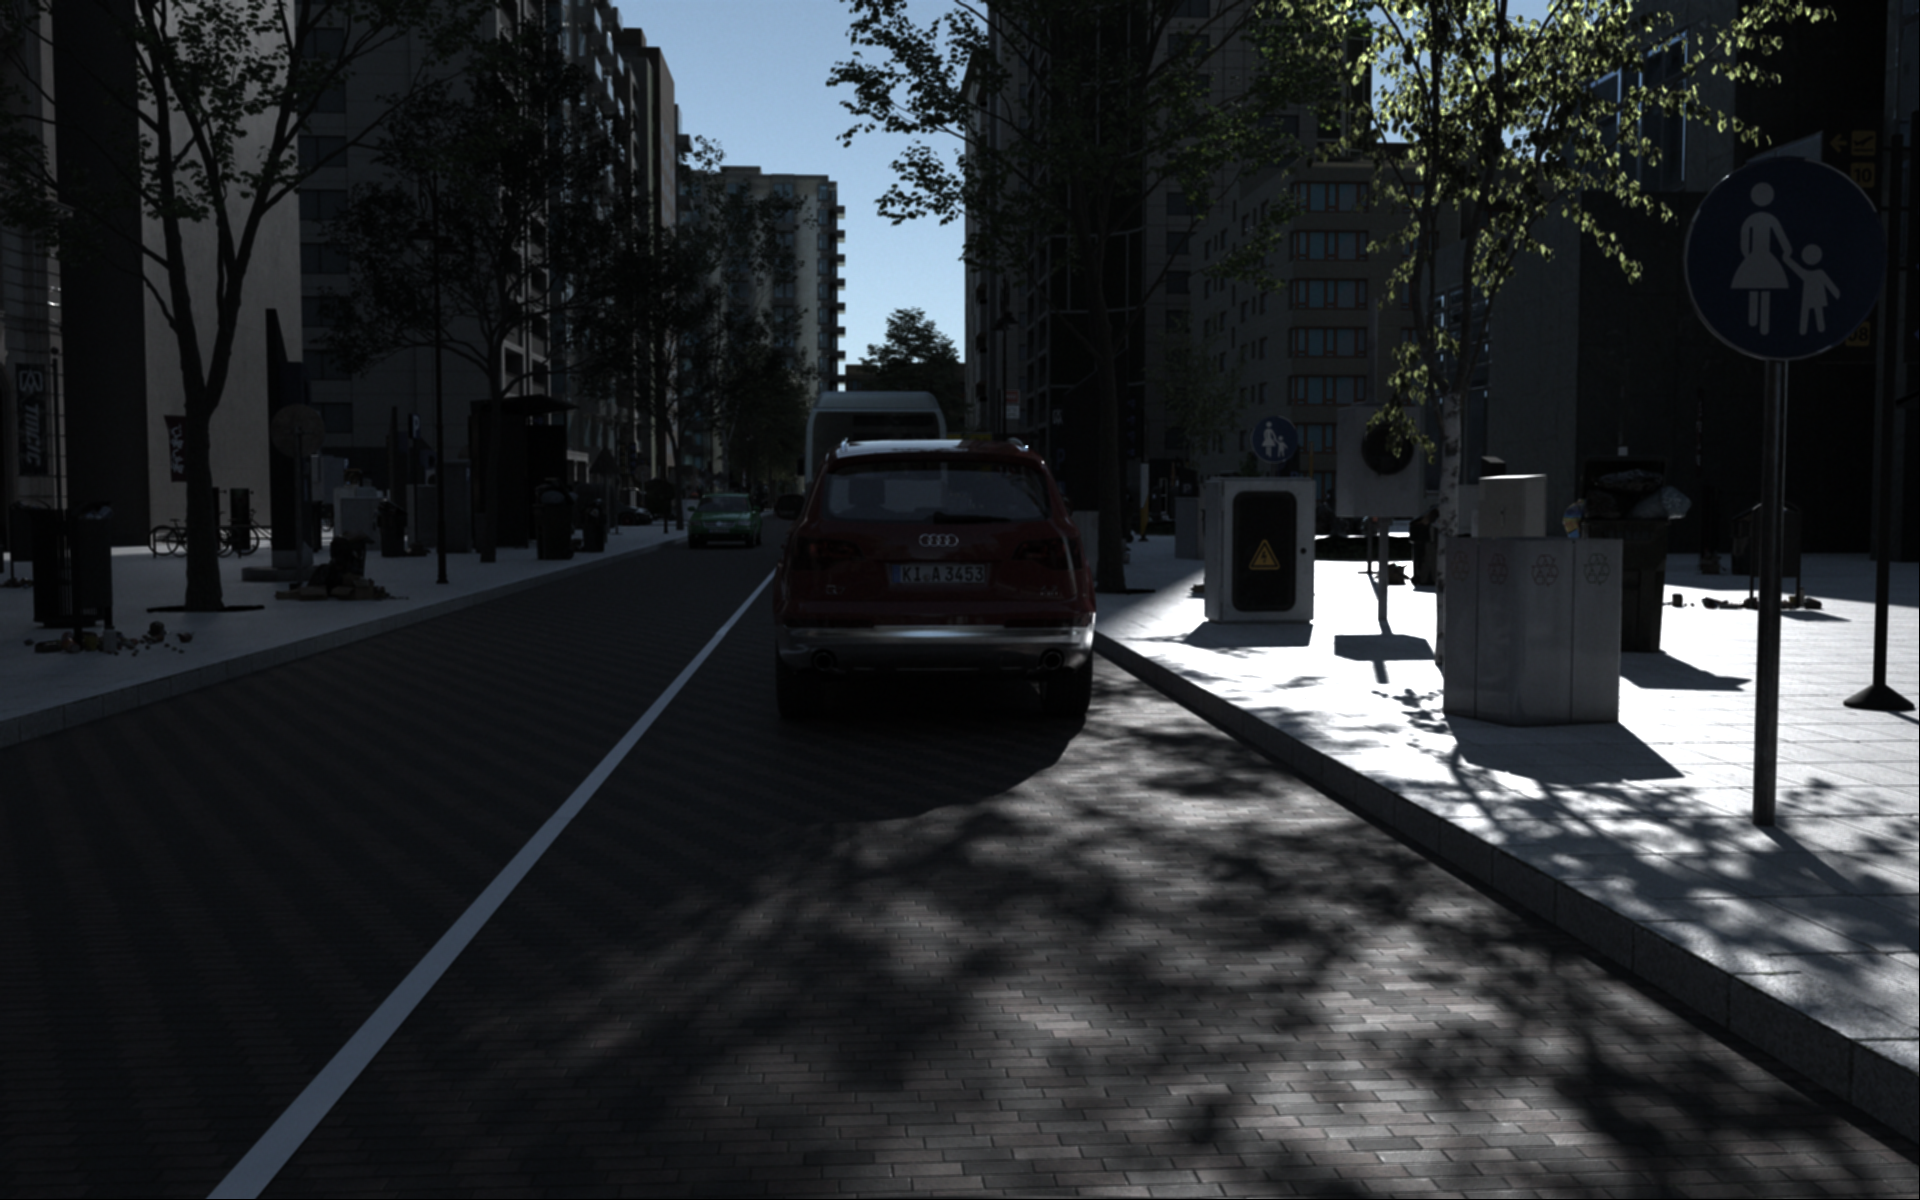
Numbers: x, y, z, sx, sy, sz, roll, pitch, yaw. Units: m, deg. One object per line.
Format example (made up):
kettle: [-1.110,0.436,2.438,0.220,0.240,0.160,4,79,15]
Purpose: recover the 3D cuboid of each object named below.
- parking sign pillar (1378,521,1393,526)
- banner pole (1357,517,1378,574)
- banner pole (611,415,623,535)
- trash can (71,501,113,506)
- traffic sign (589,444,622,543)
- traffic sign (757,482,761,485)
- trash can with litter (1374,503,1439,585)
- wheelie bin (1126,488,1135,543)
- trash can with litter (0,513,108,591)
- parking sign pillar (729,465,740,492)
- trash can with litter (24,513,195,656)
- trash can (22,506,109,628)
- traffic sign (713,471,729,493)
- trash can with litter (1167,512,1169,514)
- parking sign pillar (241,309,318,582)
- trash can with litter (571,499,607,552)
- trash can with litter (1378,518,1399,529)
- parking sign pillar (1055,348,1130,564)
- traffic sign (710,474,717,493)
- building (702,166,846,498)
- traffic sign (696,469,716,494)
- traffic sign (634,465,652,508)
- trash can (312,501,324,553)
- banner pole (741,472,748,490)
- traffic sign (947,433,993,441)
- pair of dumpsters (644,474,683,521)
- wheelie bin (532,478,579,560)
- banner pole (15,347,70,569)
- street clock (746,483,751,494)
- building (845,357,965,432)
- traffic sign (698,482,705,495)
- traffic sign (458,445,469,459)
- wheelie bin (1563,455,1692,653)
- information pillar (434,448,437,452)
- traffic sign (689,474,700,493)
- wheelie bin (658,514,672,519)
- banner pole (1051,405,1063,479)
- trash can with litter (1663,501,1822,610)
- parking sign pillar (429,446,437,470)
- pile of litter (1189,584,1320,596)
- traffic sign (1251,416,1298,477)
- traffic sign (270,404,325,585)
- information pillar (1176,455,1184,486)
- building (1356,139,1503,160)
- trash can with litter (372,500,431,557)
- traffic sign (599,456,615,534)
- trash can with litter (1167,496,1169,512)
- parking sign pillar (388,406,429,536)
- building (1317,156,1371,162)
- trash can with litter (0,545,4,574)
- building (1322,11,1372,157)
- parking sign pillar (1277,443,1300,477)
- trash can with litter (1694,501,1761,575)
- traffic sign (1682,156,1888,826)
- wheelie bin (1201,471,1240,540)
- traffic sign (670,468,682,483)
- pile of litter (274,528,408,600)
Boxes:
parking sign pillar: [16.704,-4.970,69.725,1.447,3.967,1.447,-2,4,-26]
banner pole: [6.682,-2.326,28.054,0.401,3.779,0.863,1,4,19]
banner pole: [-10.834,-3.962,54.788,0.401,3.779,0.863,-1,4,-22]
trash can: [-17.374,-1.409,34.691,0.748,1.137,0.748,0,3,0]
traffic sign: [-9.279,-2.772,45.334,0.884,2.594,0.081,0,4,1]
traffic sign: [-16.280,-8.486,139.928,0.795,2.450,0.064,0,4,2]
trash can with litter: [6.400,-0.803,24.511,1.055,1.170,0.624,2,4,30]
wheelie bin: [4.169,-2.304,45.584,0.693,1.594,0.980,-2,4,-27]
trash can with litter: [-13.334,-0.792,24.000,2.233,1.210,1.678,-3,5,-44]
parking sign pillar: [-18.225,-9.157,138.194,1.447,3.967,1.447,-1,4,-18]
trash can with litter: [-7.101,-0.227,14.774,1.678,1.210,2.233,0,4,0]
trash can: [-8.615,-0.310,16.724,0.748,1.137,0.748,0,3,0]
traffic sign: [-10.512,-4.422,75.945,0.795,2.450,0.064,0,4,-4]
trash can with litter: [14.302,-6.264,113.471,2.233,1.210,1.678,1,4,20]
parking sign pillar: [-10.022,-2.291,25.927,1.447,3.967,1.447,-1,4,-13]
trash can with litter: [-8.318,-1.642,38.228,1.055,1.170,0.624,1,4,20]
trash can with litter: [15.086,-3.262,64.391,1.678,1.210,2.233,-2,4,-33]
parking sign pillar: [2.425,-2.662,31.996,1.447,3.967,1.447,-2,4,-26]
traffic sign: [-15.415,-6.642,108.694,0.768,2.556,0.104,0,4,3]
building: [-32.174,-38.894,255.518,30.456,49.044,23.786,0,4,-4]
traffic sign: [-9.971,-3.935,67.978,0.795,2.450,0.064,0,4,-4]
traffic sign: [-13.692,-4.567,74.778,0.768,2.556,0.104,0,4,6]
trash can: [-14.324,-1.610,37.976,0.748,1.137,0.748,0,3,0]
banner pole: [-17.356,-9.166,139.887,0.863,3.779,0.401,-3,5,-43]
traffic sign: [-0.038,-3.888,57.443,2.265,3.308,0.079,0,4,5]
pair of dumpsters: [-14.311,-4.951,83.444,1.574,2.255,4.437,0,4,-4]
wheelie bin: [-7.965,-1.591,33.928,0.693,1.594,0.980,-3,4,-36]
banner pole: [-15.547,-2.408,29.383,0.401,3.779,0.863,3,5,43]
street clock: [-14.318,-6.887,117.172,0.358,2.002,0.471,-3,4,-38]
building: [-2.704,-25.405,260.405,28.899,21.520,27.650,0,4,-4]
traffic sign: [-15.830,-6.544,107.100,0.768,2.556,0.104,0,4,-1]
traffic sign: [-12.388,-2.687,44.038,0.768,2.556,0.104,0,4,3]
wheelie bin: [5.473,-0.386,14.216,0.980,1.594,0.693,1,4,14]
information pillar: [-24.594,-5.514,81.508,0.504,3.616,0.183,2,4,26]
traffic sign: [-17.022,-6.807,111.395,0.768,2.556,0.104,0,4,2]
wheelie bin: [-15.063,-4.940,88.683,0.980,1.594,0.693,1,4,23]
banner pole: [2.560,-3.238,42.966,0.863,3.779,0.401,-3,4,-38]
trash can with litter: [8.850,-0.531,19.735,2.233,1.210,1.678,0,4,7]
parking sign pillar: [-23.389,-5.366,76.210,1.447,3.967,1.447,1,4,20]
pile of litter: [3.757,-0.514,22.365,1.176,0.858,1.719,-2,4,-33]
traffic sign: [5.110,-1.720,28.227,0.768,2.556,0.104,0,4,1]
traffic sign: [-9.345,-1.489,24.449,0.768,2.556,0.104,0,4,-2]
information pillar: [13.257,-6.922,104.527,0.504,3.616,0.183,1,4,9]
building: [56.772,-34.443,213.253,14.200,45.320,14.600,0,4,-4]
trash can with litter: [-11.434,-1.473,35.468,0.624,1.170,1.055,3,5,41]
traffic sign: [-11.377,-3.419,56.004,0.768,2.556,0.104,0,4,-4]
trash can with litter: [13.744,-6.403,116.080,1.055,1.170,0.624,-2,4,-31]
parking sign pillar: [-17.482,-4.001,53.893,1.447,3.967,1.447,-2,4,-24]
building: [41.633,-32.268,211.175,14.086,41.232,14.154,0,4,-4]
trash can with litter: [-8.626,-0.193,14.551,1.055,1.170,0.624,0,4,4]
building: [50.687,-50.222,259.376,20.611,71.187,20.563,0,4,-4]
parking sign pillar: [12.478,-4.728,65.777,1.447,3.967,1.447,-1,4,-9]
trash can with litter: [12.267,-0.988,27.548,1.055,1.170,0.624,1,4,22]
traffic sign: [3.121,-0.400,6.648,0.768,2.556,0.104,0,4,1]
wheelie bin: [3.724,-0.984,23.989,0.693,1.594,0.980,-1,4,-11]
traffic sign: [-14.334,-5.292,86.525,0.884,2.594,0.081,0,4,-3]
pile of litter: [-7.605,-0.443,21.209,1.719,0.858,1.176,2,4,31]
